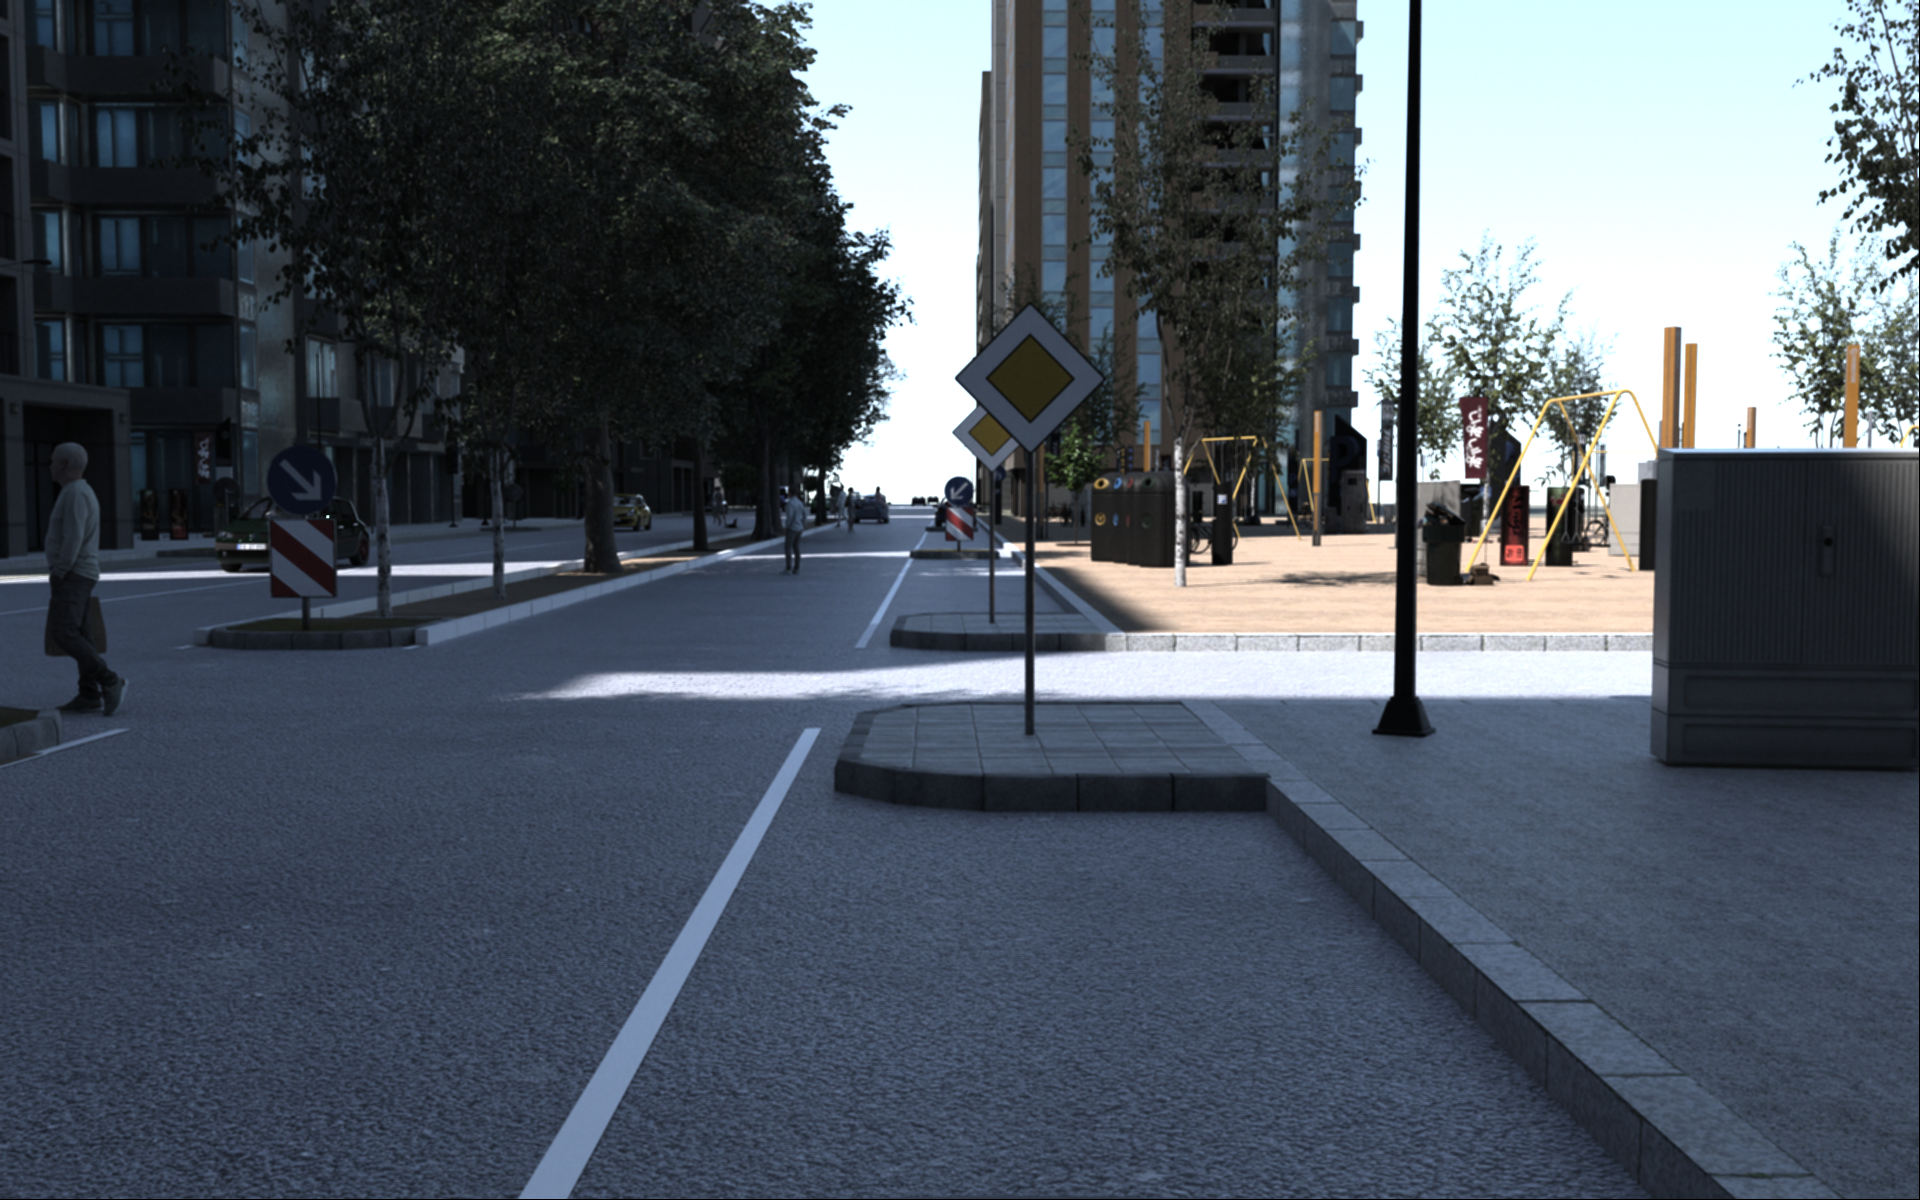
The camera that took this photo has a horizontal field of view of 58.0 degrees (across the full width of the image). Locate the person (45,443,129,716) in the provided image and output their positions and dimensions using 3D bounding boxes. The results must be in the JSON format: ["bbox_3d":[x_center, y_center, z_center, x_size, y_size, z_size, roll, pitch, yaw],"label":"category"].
[{"bbox_3d":[-5.775,-0.148,11.411,0.515,1.767,0.782,-2,4,-24],"label":"person"}]

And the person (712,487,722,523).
[{"bbox_3d":[-11.805,-4.618,84.234,0.478,1.798,0.641,-3,4,-38],"label":"person"}]

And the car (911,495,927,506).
[{"bbox_3d":[-4.978,-12.043,209.482,1.945,1.354,3.894,0,4,-1],"label":"car"}]

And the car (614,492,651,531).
[{"bbox_3d":[-13.173,-3.512,67.640,2.015,1.641,3.980,0,4,-1],"label":"car"}]

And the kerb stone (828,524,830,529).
[{"bbox_3d":[-5.457,-2.936,70.199,0.120,0.150,1.000,0,4,0],"label":"kerb stone"}]

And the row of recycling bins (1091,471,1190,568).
[{"bbox_3d":[3.307,-1.508,31.766,1.069,1.692,3.534,-1,4,-14],"label":"row of recycling bins"}]

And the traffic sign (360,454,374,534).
[{"bbox_3d":[-18.897,-3.396,55.631,0.768,2.556,0.104,0,4,2],"label":"traffic sign"}]

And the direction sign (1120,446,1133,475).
[{"bbox_3d":[7.864,-5.501,81.941,0.379,3.537,0.876,-3,4,-38],"label":"direction sign"}]

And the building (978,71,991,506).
[{"bbox_3d":[12.852,-34.697,190.996,21.300,48.544,21.600,0,4,0],"label":"building"}]

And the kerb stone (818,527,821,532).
[{"bbox_3d":[-5.423,-2.621,65.044,0.120,0.150,1.000,0,4,0],"label":"kerb stone"}]

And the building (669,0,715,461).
[{"bbox_3d":[-28.617,-30.456,148.065,14.600,45.320,14.200,0,4,0],"label":"building"}]

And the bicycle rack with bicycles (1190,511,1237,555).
[{"bbox_3d":[4.543,-1.465,37.337,2.925,0.926,2.852,0,4,-6],"label":"bicycle rack with bicycles"}]

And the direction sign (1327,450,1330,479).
[{"bbox_3d":[19.148,-5.972,89.632,0.379,3.537,0.876,0,4,-5],"label":"direction sign"}]

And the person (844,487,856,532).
[{"bbox_3d":[-4.089,-3.387,64.876,0.522,1.701,0.512,-1,4,-18],"label":"person"}]

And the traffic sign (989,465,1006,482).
[{"bbox_3d":[1.625,-4.586,75.087,0.768,2.556,0.104,0,4,5],"label":"traffic sign"}]

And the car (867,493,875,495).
[{"bbox_3d":[-9.687,-11.178,192.348,1.945,1.707,3.694,0,4,2],"label":"car"}]

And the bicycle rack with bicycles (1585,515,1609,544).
[{"bbox_3d":[16.897,-1.792,42.677,2.925,0.926,2.852,0,4,3],"label":"bicycle rack with bicycles"}]

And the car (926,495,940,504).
[{"bbox_3d":[-3.860,-14.431,248.519,1.945,1.354,3.894,0,3,0],"label":"car"}]

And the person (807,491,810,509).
[{"bbox_3d":[-14.348,-9.504,164.602,0.721,1.735,1.217,0,4,-2],"label":"person"}]

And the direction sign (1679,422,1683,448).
[{"bbox_3d":[22.715,-3.842,54.806,0.379,3.537,0.876,-3,4,-38],"label":"direction sign"}]

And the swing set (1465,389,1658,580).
[{"bbox_3d":[9.814,-1.798,27.025,2.862,2.851,3.119,0,4,-2],"label":"swing set"}]

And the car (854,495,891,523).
[{"bbox_3d":[-4.422,-4.535,86.150,2.014,1.417,4.499,0,4,-1],"label":"car"}]

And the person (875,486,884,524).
[{"bbox_3d":[-3.894,-4.572,83.265,0.388,1.821,0.555,1,4,22],"label":"person"}]

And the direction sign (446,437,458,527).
[{"bbox_3d":[-19.666,-4.594,67.115,0.379,3.537,0.876,-3,5,-44],"label":"direction sign"}]

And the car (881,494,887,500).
[{"bbox_3d":[-10.822,-13.703,233.084,2.155,1.783,4.494,0,4,-1],"label":"car"}]

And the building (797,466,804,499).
[{"bbox_3d":[-29.211,-36.072,239.886,14.600,45.320,14.200,0,4,0],"label":"building"}]

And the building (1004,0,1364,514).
[{"bbox_3d":[15.165,-30.782,122.902,23.786,49.044,30.456,0,4,0],"label":"building"}]

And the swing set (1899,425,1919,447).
[{"bbox_3d":[21.614,-2.479,38.152,2.862,2.851,3.119,0,4,4],"label":"swing set"}]

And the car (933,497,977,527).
[{"bbox_3d":[-0.201,-3.816,74.977,1.945,1.354,3.894,0,4,-2],"label":"car"}]

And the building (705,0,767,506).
[{"bbox_3d":[-35.612,-36.733,189.824,28.713,52.752,27.495,0,4,0],"label":"building"}]

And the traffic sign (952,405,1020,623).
[{"bbox_3d":[0.315,-0.827,17.160,0.795,2.450,0.064,0,4,0],"label":"traffic sign"}]

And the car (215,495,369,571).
[{"bbox_3d":[-12.792,-1.440,33.332,2.009,1.686,4.222,0,4,0],"label":"car"}]

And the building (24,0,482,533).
[{"bbox_3d":[-33.178,-27.432,68.118,23.786,49.044,30.456,0,4,0],"label":"building"}]

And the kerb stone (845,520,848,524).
[{"bbox_3d":[-5.561,-3.748,83.542,0.120,0.150,1.000,0,4,0],"label":"kerb stone"}]

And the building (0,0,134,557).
[{"bbox_3d":[-29.608,-36.437,33.995,20.563,71.187,20.611,0,4,0],"label":"building"}]

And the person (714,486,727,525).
[{"bbox_3d":[-10.977,-4.318,79.441,0.599,1.781,0.374,2,4,24],"label":"person"}]

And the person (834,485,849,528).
[{"bbox_3d":[-4.986,-4.021,74.116,0.818,1.842,0.514,0,4,7],"label":"person"}]

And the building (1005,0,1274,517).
[{"bbox_3d":[9.807,-27.559,100.693,14.600,45.320,14.200,0,4,0],"label":"building"}]

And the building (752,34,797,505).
[{"bbox_3d":[-32.443,-41.354,218.136,21.231,58.520,28.212,0,4,0],"label":"building"}]

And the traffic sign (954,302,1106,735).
[{"bbox_3d":[0.368,-0.338,9.175,0.795,2.450,0.064,0,4,0],"label":"traffic sign"}]

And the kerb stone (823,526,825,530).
[{"bbox_3d":[-5.443,-2.747,67.112,0.120,0.150,1.000,0,4,0],"label":"kerb stone"}]

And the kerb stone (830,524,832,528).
[{"bbox_3d":[-5.470,-2.994,71.224,0.120,0.150,1.000,0,4,0],"label":"kerb stone"}]

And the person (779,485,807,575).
[{"bbox_3d":[-2.981,-1.265,30.998,0.330,1.601,0.589,3,4,38],"label":"person"}]

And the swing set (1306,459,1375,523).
[{"bbox_3d":[16.584,-4.896,77.662,3.119,2.851,2.862,-1,4,-12],"label":"swing set"}]

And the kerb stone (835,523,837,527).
[{"bbox_3d":[-5.491,-3.182,74.306,0.120,0.150,1.000,0,4,0],"label":"kerb stone"}]

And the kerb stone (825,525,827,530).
[{"bbox_3d":[-5.447,-2.805,68.151,0.120,0.150,1.000,0,4,0],"label":"kerb stone"}]

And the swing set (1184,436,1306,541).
[{"bbox_3d":[7.421,-3.096,48.244,2.862,2.851,3.119,-2,4,-27],"label":"swing set"}]

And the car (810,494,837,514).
[{"bbox_3d":[-10.038,-7.250,127.337,1.959,1.807,4.718,0,4,-1],"label":"car"}]

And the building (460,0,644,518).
[{"bbox_3d":[-31.922,-27.607,105.993,22.147,44.769,28.867,0,4,0],"label":"building"}]

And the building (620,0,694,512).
[{"bbox_3d":[-30.516,-42.302,129.890,20.563,71.187,20.611,0,4,0],"label":"building"}]

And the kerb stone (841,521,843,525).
[{"bbox_3d":[-5.510,-3.436,78.411,0.120,0.150,1.000,0,4,0],"label":"kerb stone"}]

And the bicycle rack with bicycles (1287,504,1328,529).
[{"bbox_3d":[13.629,-3.122,64.420,2.925,0.926,2.852,-1,4,-17],"label":"bicycle rack with bicycles"}]

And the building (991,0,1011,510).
[{"bbox_3d":[13.205,-37.338,152.477,21.231,58.520,28.212,0,4,0],"label":"building"}]

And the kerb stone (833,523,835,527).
[{"bbox_3d":[-5.479,-3.123,73.281,0.120,0.150,1.000,0,4,0],"label":"kerb stone"}]

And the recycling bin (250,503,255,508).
[{"bbox_3d":[-19.433,-2.198,48.487,0.722,1.027,0.722,-1,4,-14],"label":"recycling bin"}]

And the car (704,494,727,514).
[{"bbox_3d":[-17.473,-6.868,122.084,2.009,1.686,4.222,0,3,0],"label":"car"}]

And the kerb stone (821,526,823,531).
[{"bbox_3d":[-5.433,-2.684,66.074,0.120,0.150,1.000,0,4,0],"label":"kerb stone"}]

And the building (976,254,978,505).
[{"bbox_3d":[8.902,-26.767,209.342,14.160,30.474,14.107,0,4,0],"label":"building"}]

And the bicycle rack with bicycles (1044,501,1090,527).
[{"bbox_3d":[3.823,-3.328,67.787,2.852,0.926,2.925,0,4,6],"label":"bicycle rack with bicycles"}]
